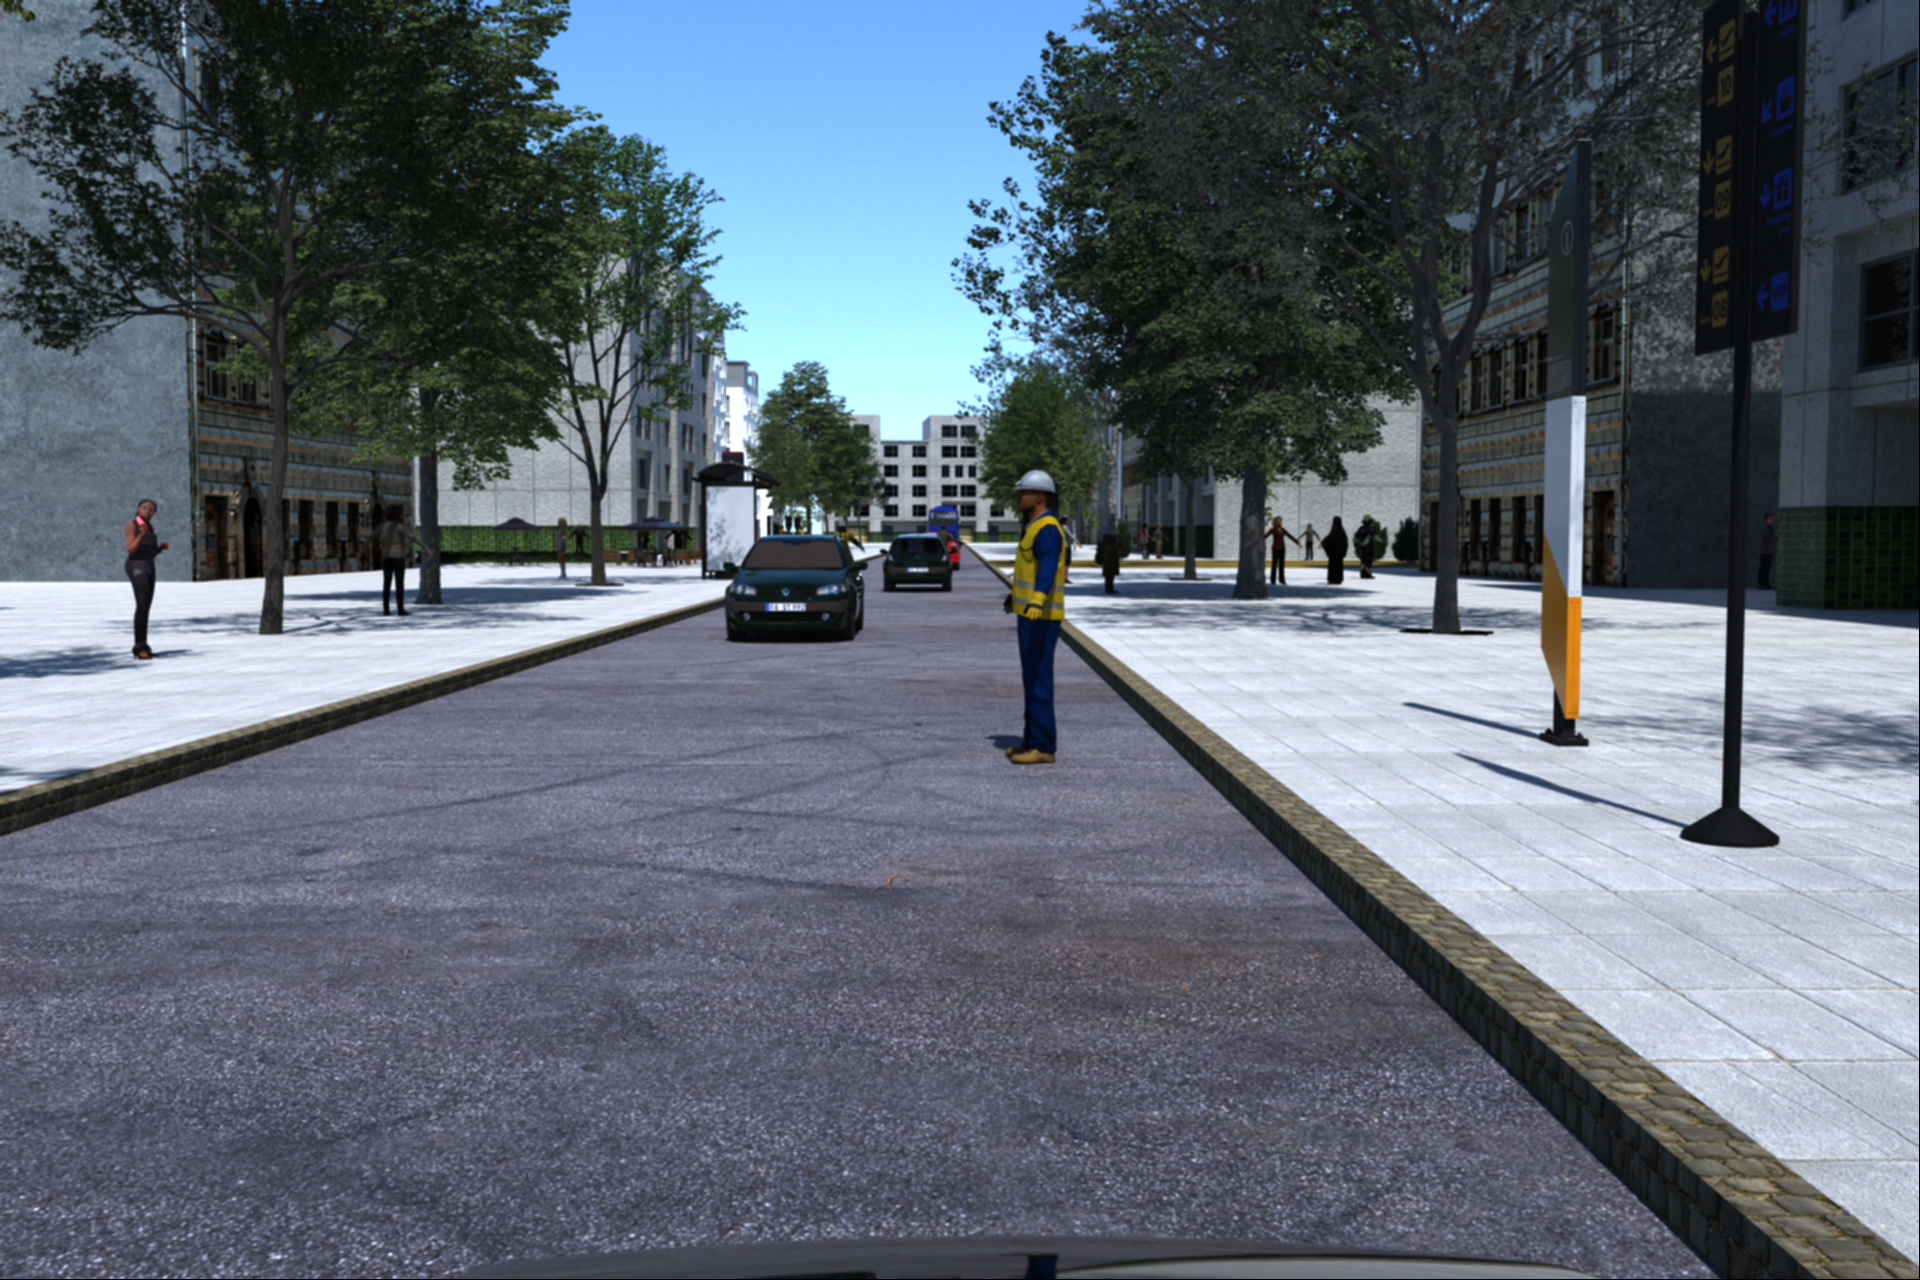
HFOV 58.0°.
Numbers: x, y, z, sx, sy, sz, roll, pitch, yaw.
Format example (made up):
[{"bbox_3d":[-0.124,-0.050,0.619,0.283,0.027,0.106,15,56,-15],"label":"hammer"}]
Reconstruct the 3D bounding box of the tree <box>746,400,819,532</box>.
[{"bbox_3d":[-9.397,-8.751,93.440,4.737,8.622,4.395,0,3,0],"label":"tree"}]

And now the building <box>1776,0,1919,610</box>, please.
[{"bbox_3d":[23.052,-9.066,14.692,16.747,18.905,31.486,0,4,0],"label":"building"}]

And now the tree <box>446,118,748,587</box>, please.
[{"bbox_3d":[-8.978,-7.150,42.652,9.928,11.665,9.643,0,3,0],"label":"tree"}]

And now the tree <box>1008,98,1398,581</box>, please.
[{"bbox_3d":[6.267,-8.379,47.371,12.009,13.543,11.850,0,3,0],"label":"tree"}]

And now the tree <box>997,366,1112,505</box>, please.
[{"bbox_3d":[5.770,-10.975,105.194,9.928,11.665,9.643,0,3,0],"label":"tree"}]

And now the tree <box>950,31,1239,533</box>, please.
[{"bbox_3d":[5.540,-12.780,64.837,12.611,20.169,13.585,0,3,0],"label":"tree"}]

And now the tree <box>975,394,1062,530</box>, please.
[{"bbox_3d":[5.066,-13.511,139.029,7.486,12.596,7.792,0,3,0],"label":"tree"}]

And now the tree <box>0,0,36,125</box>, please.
[{"bbox_3d":[-9.040,-3.819,12.799,4.737,8.622,4.395,0,3,0],"label":"tree"}]

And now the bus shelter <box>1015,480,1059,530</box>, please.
[{"bbox_3d":[3.464,-5.293,77.826,1.731,3.624,6.357,0,4,0],"label":"bus shelter"}]

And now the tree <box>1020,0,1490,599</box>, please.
[{"bbox_3d":[5.791,-7.804,34.257,9.857,13.997,8.962,0,3,0],"label":"tree"}]

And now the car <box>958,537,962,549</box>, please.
[{"bbox_3d":[-0.750,-9.860,170.996,2.009,1.686,4.222,0,4,-2],"label":"car"}]

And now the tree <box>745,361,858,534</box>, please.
[{"bbox_3d":[-10.336,-11.960,113.679,7.486,12.596,7.792,0,3,0],"label":"tree"}]

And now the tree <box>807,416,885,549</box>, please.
[{"bbox_3d":[-10.040,-13.769,150.878,9.928,11.665,9.643,0,3,0],"label":"tree"}]

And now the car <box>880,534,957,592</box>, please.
[{"bbox_3d":[-1.065,-2.112,44.323,2.009,1.686,4.222,0,4,-1],"label":"car"}]

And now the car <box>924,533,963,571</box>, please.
[{"bbox_3d":[-0.931,-3.684,69.281,2.155,1.783,4.494,0,4,-1],"label":"car"}]

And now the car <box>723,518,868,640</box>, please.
[{"bbox_3d":[-2.290,-0.906,24.601,2.009,1.686,4.222,0,4,0],"label":"car"}]

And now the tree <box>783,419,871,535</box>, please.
[{"bbox_3d":[-10.307,-12.012,130.809,7.601,10.594,8.767,0,4,-6],"label":"tree"}]

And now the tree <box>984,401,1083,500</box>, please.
[{"bbox_3d":[5.602,-12.408,128.622,9.928,11.665,9.643,0,3,0],"label":"tree"}]

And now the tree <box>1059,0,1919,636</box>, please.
[{"bbox_3d":[6.171,-6.814,21.779,12.009,13.543,11.850,0,3,0],"label":"tree"}]

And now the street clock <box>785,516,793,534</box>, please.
[{"bbox_3d":[-6.775,-3.917,68.609,0.358,2.002,0.471,0,4,1],"label":"street clock"}]

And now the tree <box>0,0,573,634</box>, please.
[{"bbox_3d":[-8.500,-5.355,21.968,7.601,10.594,8.767,-1,4,-19],"label":"tree"}]

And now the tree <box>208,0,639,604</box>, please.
[{"bbox_3d":[-9.885,-6.959,31.902,7.486,12.596,7.792,0,3,0],"label":"tree"}]

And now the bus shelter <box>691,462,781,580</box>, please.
[{"bbox_3d":[-6.534,-3.502,51.179,2.014,3.302,5.546,0,4,-1],"label":"bus shelter"}]

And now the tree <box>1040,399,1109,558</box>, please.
[{"bbox_3d":[6.272,-8.779,93.896,4.737,8.622,4.395,0,3,0],"label":"tree"}]

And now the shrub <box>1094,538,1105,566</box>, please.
[{"bbox_3d":[5.843,-3.581,69.671,1.383,1.207,1.383,0,3,0],"label":"shrub"}]

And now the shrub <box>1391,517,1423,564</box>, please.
[{"bbox_3d":[19.539,-4.351,75.185,1.661,2.075,1.752,0,3,0],"label":"shrub"}]

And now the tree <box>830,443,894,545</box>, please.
[{"bbox_3d":[-9.736,-14.117,165.218,7.601,10.594,8.767,2,4,32],"label":"tree"}]

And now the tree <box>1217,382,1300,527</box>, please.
[{"bbox_3d":[13.271,-7.789,77.714,4.737,8.622,4.395,0,3,0],"label":"tree"}]

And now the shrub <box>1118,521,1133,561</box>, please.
[{"bbox_3d":[7.566,-4.844,83.612,1.690,2.028,1.600,0,3,0],"label":"shrub"}]

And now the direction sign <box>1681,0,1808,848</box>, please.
[{"bbox_3d":[3.228,-0.927,7.156,0.379,3.537,0.876,0,3,0],"label":"direction sign"}]

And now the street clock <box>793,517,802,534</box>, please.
[{"bbox_3d":[-6.967,-4.261,74.239,0.358,2.002,0.471,0,4,1],"label":"street clock"}]

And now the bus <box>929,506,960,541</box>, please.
[{"bbox_3d":[-1.391,-9.811,151.955,2.896,3.916,12.251,0,4,0],"label":"bus"}]

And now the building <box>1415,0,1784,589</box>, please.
[{"bbox_3d":[24.849,-13.343,49.083,19.493,23.208,18.063,0,3,0],"label":"building"}]

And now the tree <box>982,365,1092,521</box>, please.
[{"bbox_3d":[4.898,-12.131,116.476,7.486,12.596,7.792,0,3,0],"label":"tree"}]

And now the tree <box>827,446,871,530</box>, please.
[{"bbox_3d":[-9.834,-11.645,140.752,4.360,8.622,3.978,0,3,0],"label":"tree"}]

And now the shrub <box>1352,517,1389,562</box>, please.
[{"bbox_3d":[18.802,-4.601,79.266,1.661,2.075,1.752,0,3,0],"label":"shrub"}]

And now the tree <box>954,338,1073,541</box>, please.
[{"bbox_3d":[5.470,-19.040,167.194,12.611,20.169,13.585,0,3,0],"label":"tree"}]

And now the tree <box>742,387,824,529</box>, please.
[{"bbox_3d":[-9.187,-8.373,87.260,4.360,8.622,3.978,0,3,0],"label":"tree"}]

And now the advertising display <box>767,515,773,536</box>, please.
[{"bbox_3d":[-6.568,-3.350,59.979,0.123,1.923,0.974,0,3,0],"label":"advertising display"}]

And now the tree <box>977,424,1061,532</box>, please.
[{"bbox_3d":[5.225,-13.552,147.331,9.928,11.665,9.643,0,3,0],"label":"tree"}]
